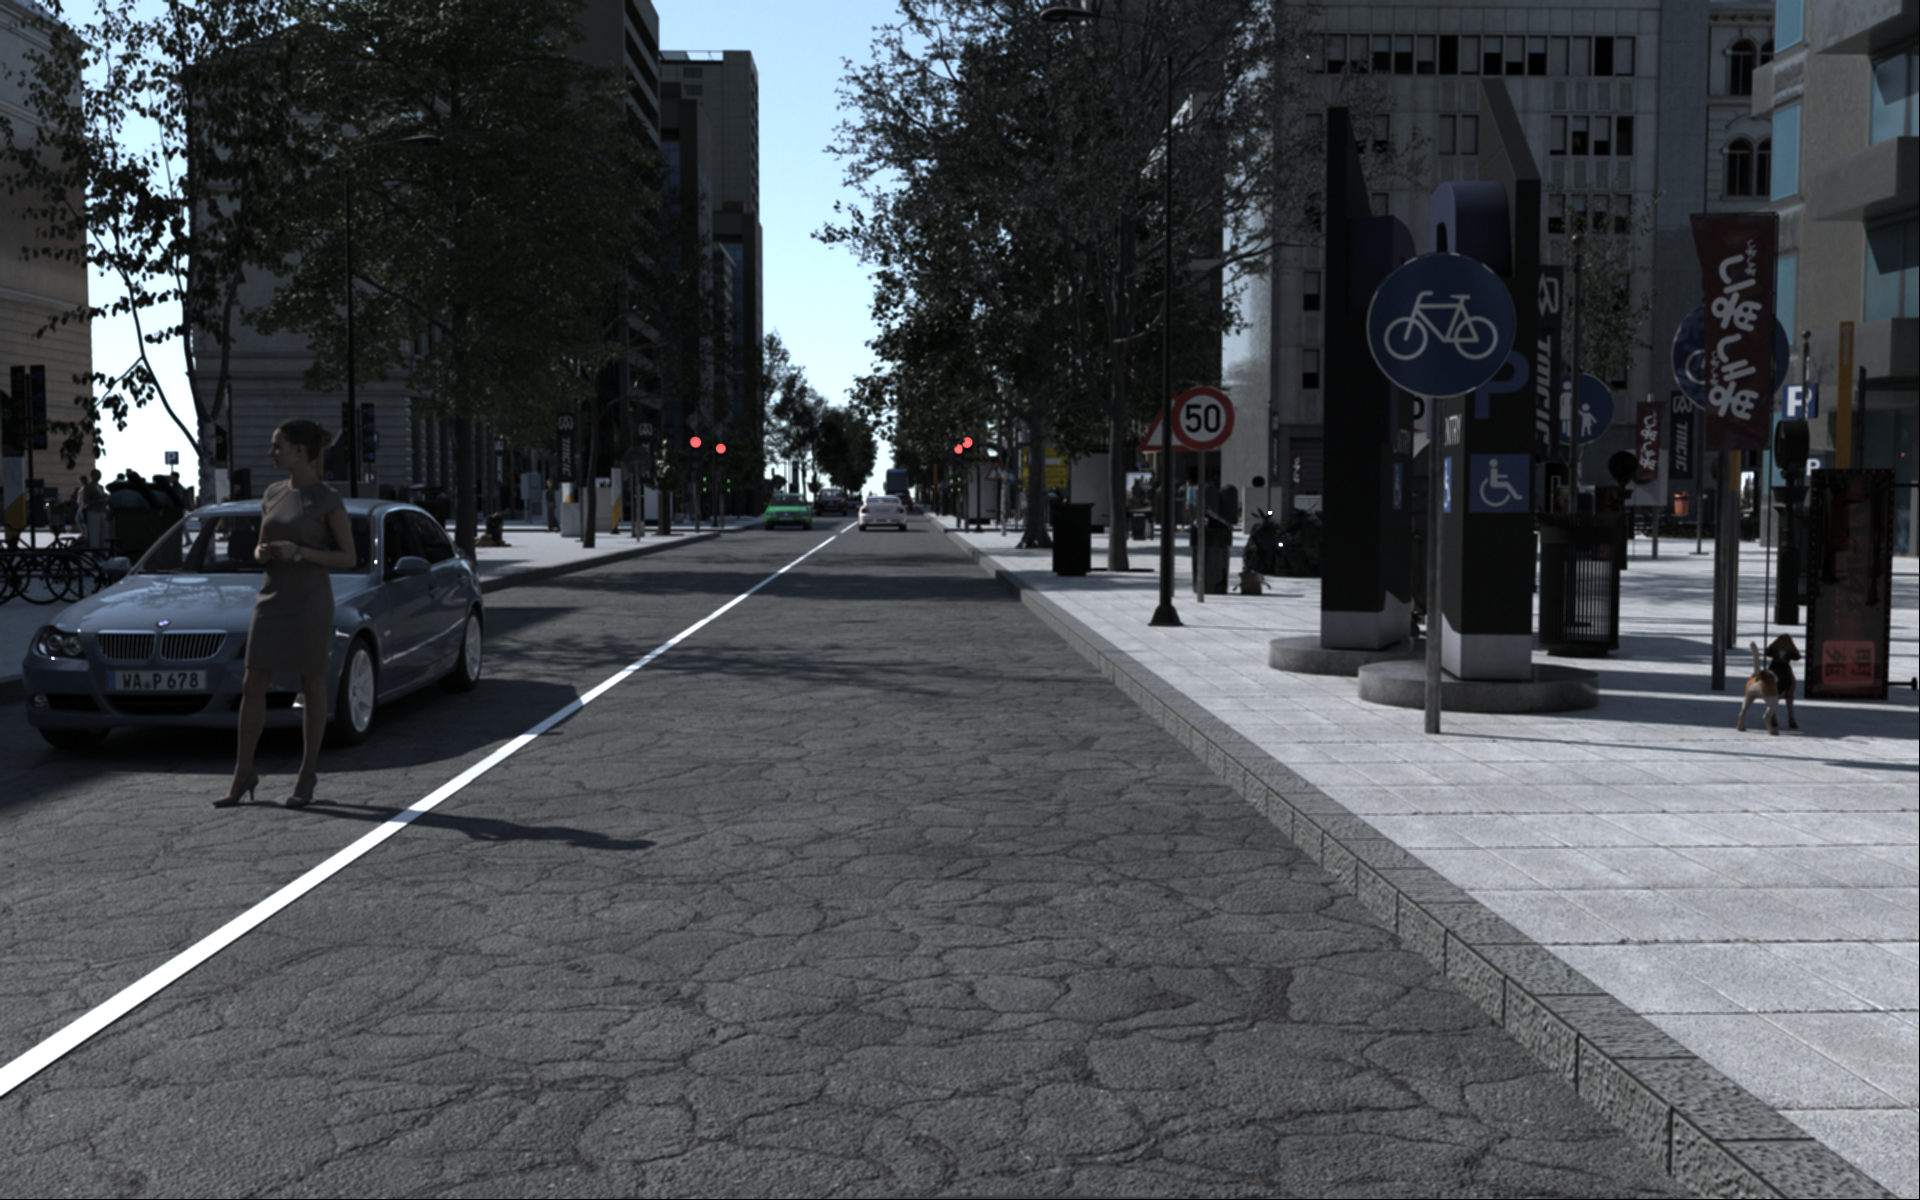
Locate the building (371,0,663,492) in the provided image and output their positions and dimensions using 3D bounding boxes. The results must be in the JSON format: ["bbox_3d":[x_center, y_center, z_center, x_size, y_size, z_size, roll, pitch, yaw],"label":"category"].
[{"bbox_3d":[-37.911,-32.152,149.394,21.300,48.544,21.600,0,4,-2],"label":"building"}]

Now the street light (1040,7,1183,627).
[{"bbox_3d":[1.466,-2.703,16.729,1.470,5.913,1.316,0,4,-2],"label":"street light"}]

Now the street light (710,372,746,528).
[{"bbox_3d":[-8.829,-5.720,66.068,1.470,5.913,1.316,0,4,-2],"label":"street light"}]

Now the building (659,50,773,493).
[{"bbox_3d":[-41.264,-51.753,284.413,20.563,71.187,20.611,0,4,-2],"label":"building"}]

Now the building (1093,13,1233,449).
[{"bbox_3d":[17.774,-28.630,151.691,14.154,41.232,14.086,0,4,-2],"label":"building"}]

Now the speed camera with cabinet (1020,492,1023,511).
[{"bbox_3d":[3.836,-7.608,118.722,2.038,3.252,0.660,-2,4,-31],"label":"speed camera with cabinet"}]

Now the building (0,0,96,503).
[{"bbox_3d":[-54.653,-18.185,83.230,20.117,28.700,13.634,0,4,-2],"label":"building"}]

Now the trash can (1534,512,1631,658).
[{"bbox_3d":[4.924,-0.129,13.768,0.748,1.137,0.748,0,3,0],"label":"trash can"}]

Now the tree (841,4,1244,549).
[{"bbox_3d":[1.933,-7.575,40.857,9.611,12.733,9.660,0,3,0],"label":"tree"}]

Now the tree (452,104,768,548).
[{"bbox_3d":[-8.515,-6.521,41.034,7.601,10.594,8.767,0,4,-7],"label":"tree"}]

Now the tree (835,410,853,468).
[{"bbox_3d":[-12.387,-12.274,135.094,7.601,10.594,8.767,0,4,7],"label":"tree"}]

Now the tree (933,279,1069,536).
[{"bbox_3d":[1.303,-6.277,52.985,4.360,8.622,3.978,0,3,0],"label":"tree"}]

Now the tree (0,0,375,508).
[{"bbox_3d":[-7.862,-4.121,17.741,4.360,8.622,3.978,0,3,0],"label":"tree"}]

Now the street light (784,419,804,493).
[{"bbox_3d":[-10.228,-8.204,106.670,1.470,5.913,1.316,0,4,-2],"label":"street light"}]

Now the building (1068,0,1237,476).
[{"bbox_3d":[21.453,-38.610,173.279,21.231,58.520,28.212,0,4,-2],"label":"building"}]

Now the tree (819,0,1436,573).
[{"bbox_3d":[2.475,-7.214,28.313,12.009,13.543,11.850,0,3,0],"label":"tree"}]

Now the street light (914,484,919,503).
[{"bbox_3d":[-2.808,-10.271,140.479,1.470,5.913,1.316,0,4,-2],"label":"street light"}]

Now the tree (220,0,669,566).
[{"bbox_3d":[-9.075,-6.902,30.982,7.486,12.596,7.792,0,3,0],"label":"tree"}]

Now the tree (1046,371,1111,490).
[{"bbox_3d":[7.021,-8.987,97.303,4.737,8.622,4.395,0,3,0],"label":"tree"}]

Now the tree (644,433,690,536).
[{"bbox_3d":[-8.969,-3.606,53.567,1.663,3.219,1.824,0,3,0],"label":"tree"}]

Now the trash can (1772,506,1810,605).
[{"bbox_3d":[9.830,-0.518,20.119,0.748,1.137,0.748,0,3,0],"label":"trash can"}]

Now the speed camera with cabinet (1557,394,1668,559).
[{"bbox_3d":[12.975,-2.459,34.536,2.038,3.252,0.660,3,4,37],"label":"speed camera with cabinet"}]

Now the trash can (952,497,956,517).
[{"bbox_3d":[-0.147,-5.333,98.852,0.748,1.137,0.748,0,3,0],"label":"trash can"}]

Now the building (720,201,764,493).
[{"bbox_3d":[-37.870,-37.780,267.809,14.600,45.320,14.200,0,4,-2],"label":"building"}]

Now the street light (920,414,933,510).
[{"bbox_3d":[-1.464,-7.822,100.428,1.470,5.913,1.316,0,4,-2],"label":"street light"}]

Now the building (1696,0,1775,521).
[{"bbox_3d":[45.602,-18.341,87.265,23.554,28.519,14.401,0,4,-2],"label":"building"}]

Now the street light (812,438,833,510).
[{"bbox_3d":[-11.410,-10.370,142.088,1.470,5.913,1.316,0,4,-2],"label":"street light"}]

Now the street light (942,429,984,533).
[{"bbox_3d":[0.079,-5.189,57.384,1.470,5.913,1.316,0,4,-2],"label":"street light"}]

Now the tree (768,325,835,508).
[{"bbox_3d":[-10.960,-9.841,95.314,7.601,10.594,8.767,0,4,-3],"label":"tree"}]

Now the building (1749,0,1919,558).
[{"bbox_3d":[29.368,-24.986,28.135,23.786,49.044,30.456,0,4,-2],"label":"building"}]

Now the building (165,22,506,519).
[{"bbox_3d":[-30.575,-15.869,88.331,11.050,23.489,19.941,0,4,-2],"label":"building"}]

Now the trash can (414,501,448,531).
[{"bbox_3d":[-11.672,-1.626,38.232,0.748,1.137,0.748,0,3,0],"label":"trash can"}]

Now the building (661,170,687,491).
[{"bbox_3d":[-43.497,-29.446,173.324,32.217,40.220,23.993,0,4,-2],"label":"building"}]

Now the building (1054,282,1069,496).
[{"bbox_3d":[17.427,-31.266,194.791,14.154,41.232,14.086,0,4,-2],"label":"building"}]

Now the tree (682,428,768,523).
[{"bbox_3d":[-11.092,-6.295,86.644,4.285,4.588,4.351,0,3,0],"label":"tree"}]

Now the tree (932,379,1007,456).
[{"bbox_3d":[0.324,-8.937,96.480,4.737,8.622,4.395,0,3,0],"label":"tree"}]

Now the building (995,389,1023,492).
[{"bbox_3d":[20.473,-27.020,286.819,27.650,21.520,28.899,0,4,-2],"label":"building"}]

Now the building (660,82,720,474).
[{"bbox_3d":[-35.146,-33.175,192.530,14.600,45.320,14.200,0,4,-2],"label":"building"}]

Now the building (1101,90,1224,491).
[{"bbox_3d":[21.697,-19.558,124.290,19.350,26.468,34.151,0,4,-2],"label":"building"}]

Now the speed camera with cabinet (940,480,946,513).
[{"bbox_3d":[-0.459,-7.473,116.521,0.660,3.252,2.038,-3,5,-41],"label":"speed camera with cabinet"}]

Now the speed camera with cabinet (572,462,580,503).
[{"bbox_3d":[-23.652,-6.840,106.177,0.660,3.252,2.038,-1,4,-12],"label":"speed camera with cabinet"}]

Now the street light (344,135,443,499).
[{"bbox_3d":[-7.396,-3.061,22.581,1.470,5.913,1.316,0,4,-2],"label":"street light"}]

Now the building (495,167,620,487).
[{"bbox_3d":[-32.211,-18.103,125.660,12.332,23.373,15.834,0,4,-2],"label":"building"}]

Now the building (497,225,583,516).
[{"bbox_3d":[-29.970,-14.890,108.074,10.561,19.102,19.286,0,4,-2],"label":"building"}]

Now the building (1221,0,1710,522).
[{"bbox_3d":[23.875,-16.324,84.915,19.932,24.808,12.078,0,4,-2],"label":"building"}]

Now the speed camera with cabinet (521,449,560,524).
[{"bbox_3d":[-17.856,-4.896,74.392,0.660,3.252,2.038,3,5,41],"label":"speed camera with cabinet"}]

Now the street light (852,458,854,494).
[{"bbox_3d":[-14.387,-15.414,224.559,1.470,5.913,1.316,0,4,-2],"label":"street light"}]

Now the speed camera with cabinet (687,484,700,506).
[{"bbox_3d":[-17.779,-7.412,115.520,0.660,3.252,2.038,0,4,-2],"label":"speed camera with cabinet"}]

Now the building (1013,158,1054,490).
[{"bbox_3d":[22.205,-40.888,257.764,28.713,52.752,27.495,0,4,-2],"label":"building"}]

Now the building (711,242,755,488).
[{"bbox_3d":[-45.478,-34.023,248.157,32.217,40.220,23.993,0,4,-2],"label":"building"}]

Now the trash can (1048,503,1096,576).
[{"bbox_3d":[1.754,-0.949,27.165,0.748,1.137,0.748,0,3,0],"label":"trash can"}]
